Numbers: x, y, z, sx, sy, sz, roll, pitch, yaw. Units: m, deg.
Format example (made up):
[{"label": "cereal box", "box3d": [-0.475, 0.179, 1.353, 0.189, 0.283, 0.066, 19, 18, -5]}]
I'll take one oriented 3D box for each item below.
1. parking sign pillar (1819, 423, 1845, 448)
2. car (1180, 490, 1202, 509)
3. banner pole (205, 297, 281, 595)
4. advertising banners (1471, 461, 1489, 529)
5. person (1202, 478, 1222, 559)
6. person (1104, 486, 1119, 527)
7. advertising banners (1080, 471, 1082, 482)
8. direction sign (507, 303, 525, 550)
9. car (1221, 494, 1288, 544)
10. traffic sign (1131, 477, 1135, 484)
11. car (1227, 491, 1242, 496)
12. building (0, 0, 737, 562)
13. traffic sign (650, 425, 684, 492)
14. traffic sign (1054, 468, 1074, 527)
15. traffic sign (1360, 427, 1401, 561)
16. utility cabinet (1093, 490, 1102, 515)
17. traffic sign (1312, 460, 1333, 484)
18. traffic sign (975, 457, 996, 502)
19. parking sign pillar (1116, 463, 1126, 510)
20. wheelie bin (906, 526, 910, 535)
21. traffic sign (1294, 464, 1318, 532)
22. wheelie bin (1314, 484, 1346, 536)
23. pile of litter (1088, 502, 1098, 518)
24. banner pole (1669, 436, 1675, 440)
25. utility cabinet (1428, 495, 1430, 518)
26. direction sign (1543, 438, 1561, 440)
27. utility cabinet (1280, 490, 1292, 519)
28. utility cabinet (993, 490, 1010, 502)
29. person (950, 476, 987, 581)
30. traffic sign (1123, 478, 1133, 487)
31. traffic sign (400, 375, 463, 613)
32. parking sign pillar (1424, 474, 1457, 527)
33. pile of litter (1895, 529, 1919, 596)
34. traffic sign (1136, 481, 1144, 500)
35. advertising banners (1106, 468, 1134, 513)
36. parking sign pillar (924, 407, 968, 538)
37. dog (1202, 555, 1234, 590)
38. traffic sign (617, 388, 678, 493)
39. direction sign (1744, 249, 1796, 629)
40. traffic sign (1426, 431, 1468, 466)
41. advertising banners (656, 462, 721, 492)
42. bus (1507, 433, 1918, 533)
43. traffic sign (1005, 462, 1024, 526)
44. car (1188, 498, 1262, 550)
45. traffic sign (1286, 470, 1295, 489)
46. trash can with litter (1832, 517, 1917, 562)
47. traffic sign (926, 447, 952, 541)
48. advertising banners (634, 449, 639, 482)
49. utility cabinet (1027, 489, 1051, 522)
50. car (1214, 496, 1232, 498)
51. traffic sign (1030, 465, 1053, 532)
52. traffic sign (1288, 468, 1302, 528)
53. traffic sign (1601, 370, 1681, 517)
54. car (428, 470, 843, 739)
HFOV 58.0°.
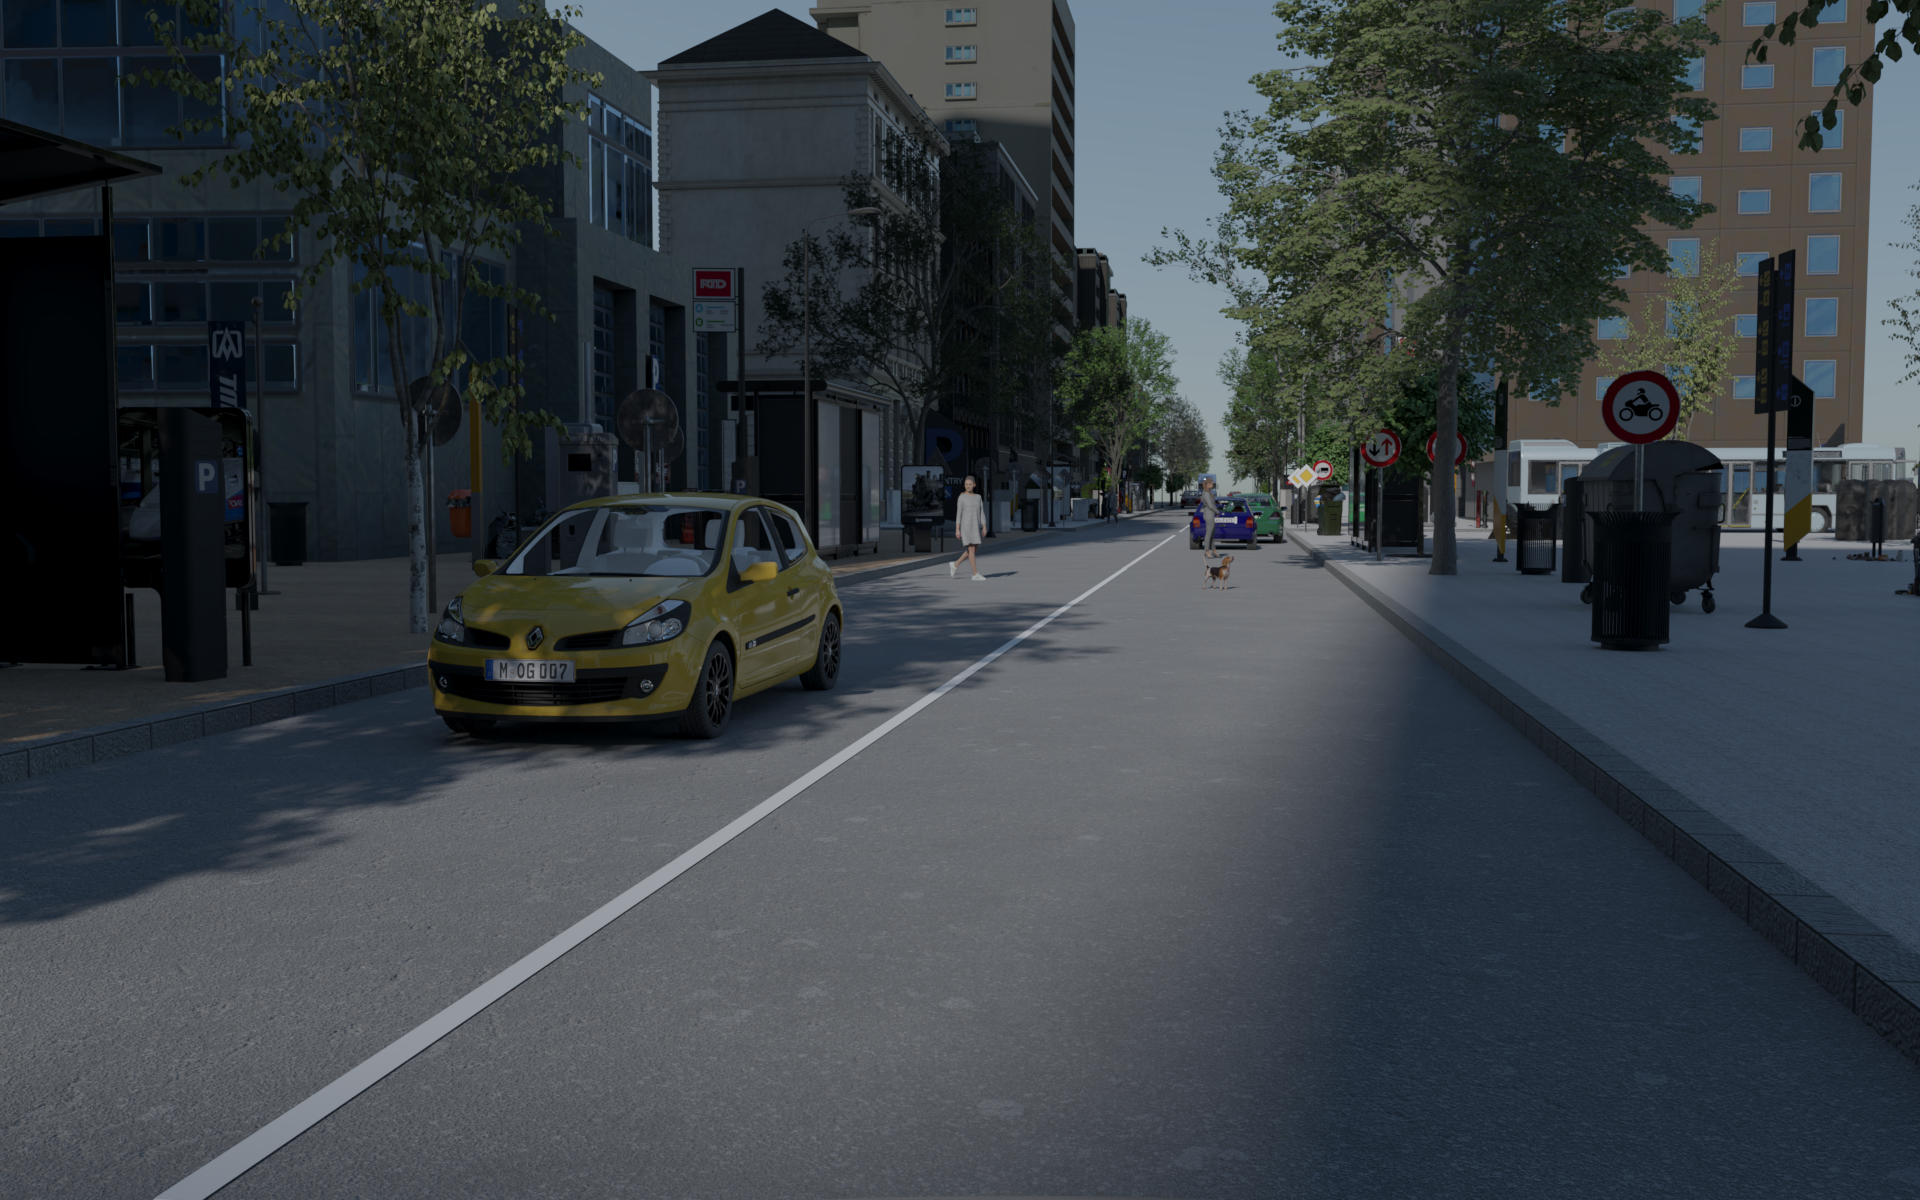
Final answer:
[{"label": "parking sign pillar", "box3d": [33.076, -4.734, 65.869, 1.447, 3.967, 1.447, -3, 4, -37]}, {"label": "car", "box3d": [23.145, -10.076, 173.407, 2.281, 1.827, 5.304, 1, 4, 9]}, {"label": "banner pole", "box3d": [-9.148, -1.961, 22.082, 0.863, 3.779, 0.401, 0, 4, -1]}, {"label": "advertising banners", "box3d": [19.521, -4.215, 65.110, 0.090, 3.025, 2.074, 0, 4, -1]}, {"label": "person", "box3d": [5.633, -1.816, 38.469, 0.573, 1.790, 0.520, -1, 4, -13]}, {"label": "person", "box3d": [6.668, -4.079, 75.373, 0.728, 1.800, 0.709, -2, 4, -35]}, {"label": "advertising banners", "box3d": [8.865, -8.140, 129.269, 0.090, 3.025, 2.074, 1, 4, 16]}, {"label": "direction sign", "box3d": [-5.383, -1.777, 21.053, 0.379, 3.537, 0.876, 0, 4, -4]}, {"label": "car", "box3d": [8.701, -2.436, 51.624, 2.131, 1.459, 4.920, 1, 4, 9]}, {"label": "traffic sign", "box3d": [13.040, -8.061, 131.802, 0.884, 2.594, 0.081, 1, 4, 14]}, {"label": "car", "box3d": [35.995, -13.322, 226.479, 2.281, 1.827, 5.304, 1, 4, 9]}, {"label": "building", "box3d": [-23.923, -44.627, 42.331, 31.000, 86.520, 22.319, 1, 4, 9]}, {"label": "traffic sign", "box3d": [-4.950, -1.755, 28.800, 0.768, 2.556, 0.104, 1, 4, 19]}, {"label": "traffic sign", "box3d": [4.031, -3.882, 67.114, 0.795, 2.450, 0.064, 1, 4, 9]}, {"label": "traffic sign", "box3d": [8.020, -2.016, 33.069, 0.768, 2.556, 0.104, 1, 4, 15]}, {"label": "utility cabinet", "box3d": [8.152, -5.709, 102.016, 0.318, 1.500, 1.173, -1, 4, -12]}, {"label": "traffic sign", "box3d": [13.498, -3.939, 64.507, 0.768, 2.556, 0.104, 1, 4, 13]}, {"label": "traffic sign", "box3d": [0.874, -3.670, 60.117, 0.768, 2.556, 0.104, 1, 4, 18]}, {"label": "parking sign pillar", "box3d": [12.941, -9.160, 138.245, 1.447, 3.967, 1.447, 0, 4, -3]}, {"label": "wheelie bin", "box3d": [-1.239, -2.810, 53.846, 0.693, 1.594, 0.980, 2, 4, 31]}, {"label": "traffic sign", "box3d": [11.552, -3.313, 57.811, 0.795, 2.450, 0.064, 1, 4, 9]}, {"label": "wheelie bin", "box3d": [11.436, -2.780, 53.355, 0.980, 1.594, 0.693, -1, 4, -11]}, {"label": "pile of litter", "box3d": [6.883, -4.770, 91.947, 1.176, 0.858, 1.719, -1, 4, -14]}, {"label": "banner pole", "box3d": [26.963, -4.624, 65.627, 0.863, 3.779, 0.401, -3, 5, -43]}, {"label": "utility cabinet", "box3d": [25.798, -5.083, 94.272, 1.020, 1.237, 0.306, 3, 5, 44]}, {"label": "direction sign", "box3d": [24.158, -4.819, 70.784, 0.379, 3.537, 0.876, -2, 4, -29]}, {"label": "utility cabinet", "box3d": [16.677, -4.862, 88.174, 0.318, 1.500, 1.173, 2, 4, 33]}, {"label": "utility cabinet", "box3d": [2.254, -5.015, 90.675, 1.173, 1.500, 0.318, -2, 4, -29]}, {"label": "person", "box3d": [0.124, -1.199, 28.861, 0.760, 1.731, 0.466, 2, 4, 30]}, {"label": "traffic sign", "box3d": [12.655, -7.994, 130.808, 0.768, 2.556, 0.104, 1, 4, 17]}, {"label": "traffic sign", "box3d": [-5.676, -1.129, 18.569, 0.768, 2.556, 0.104, 1, 4, 16]}, {"label": "parking sign pillar", "box3d": [18.606, -4.825, 67.365, 1.447, 3.967, 1.447, 0, 4, 6]}, {"label": "pile of litter", "box3d": [12.436, -0.475, 21.735, 1.176, 0.858, 1.719, 1, 4, 22]}, {"label": "traffic sign", "box3d": [14.245, -8.263, 137.228, 0.606, 2.300, 0.079, 1, 4, 17]}, {"label": "advertising banners", "box3d": [10.527, -7.265, 114.975, 2.074, 3.025, 0.090, 0, 4, 3]}, {"label": "parking sign pillar", "box3d": [-0.418, -3.844, 51.323, 1.447, 3.967, 1.447, 0, 4, 3]}, {"label": "dog", "box3d": [3.867, -0.411, 26.002, 0.540, 0.507, 0.406, 1, 4, 17]}, {"label": "traffic sign", "box3d": [-3.775, -1.273, 20.920, 0.768, 2.556, 0.104, 1, 4, 9]}, {"label": "direction sign", "box3d": [7.748, -1.501, 16.538, 0.379, 3.537, 0.876, 0, 4, 6]}, {"label": "traffic sign", "box3d": [9.412, -2.045, 33.540, 0.768, 2.556, 0.104, 1, 4, 14]}, {"label": "advertising banners", "box3d": [-6.941, -2.953, 44.467, 2.074, 3.025, 0.090, -2, 4, -29]}, {"label": "bus", "box3d": [25.611, -3.908, 58.752, 13.247, 3.499, 2.948, 0, 4, 7]}, {"label": "traffic sign", "box3d": [2.141, -4.187, 68.559, 0.768, 2.556, 0.104, 1, 4, 18]}, {"label": "car", "box3d": [6.975, -2.025, 45.685, 1.945, 1.354, 3.894, 1, 4, 10]}, {"label": "traffic sign", "box3d": [18.204, -5.767, 94.295, 0.884, 2.594, 0.081, 1, 4, 11]}, {"label": "trash can with litter", "box3d": [17.906, -1.388, 33.744, 1.678, 1.210, 2.233, 1, 4, 16]}, {"label": "traffic sign", "box3d": [-0.656, -2.913, 47.639, 0.884, 2.594, 0.081, 1, 4, 16]}, {"label": "advertising banners", "box3d": [-7.366, -2.599, 38.674, 0.090, 3.025, 2.074, 0, 4, 2]}, {"label": "utility cabinet", "box3d": [3.615, -4.275, 78.577, 1.173, 1.500, 0.318, 0, 4, -3]}, {"label": "car", "box3d": [11.854, -3.967, 77.445, 1.945, 1.354, 3.894, 1, 4, 9]}, {"label": "traffic sign", "box3d": [2.772, -3.400, 59.229, 0.795, 2.450, 0.064, 1, 4, 9]}, {"label": "traffic sign", "box3d": [12.811, -3.795, 65.697, 0.795, 2.450, 0.064, 1, 4, 9]}, {"label": "traffic sign", "box3d": [7.001, -1.086, 17.868, 0.768, 2.556, 0.104, 1, 4, 17]}, {"label": "car", "box3d": [-2.012, -0.076, 11.471, 2.015, 1.641, 3.980, 1, 4, 11]}]
